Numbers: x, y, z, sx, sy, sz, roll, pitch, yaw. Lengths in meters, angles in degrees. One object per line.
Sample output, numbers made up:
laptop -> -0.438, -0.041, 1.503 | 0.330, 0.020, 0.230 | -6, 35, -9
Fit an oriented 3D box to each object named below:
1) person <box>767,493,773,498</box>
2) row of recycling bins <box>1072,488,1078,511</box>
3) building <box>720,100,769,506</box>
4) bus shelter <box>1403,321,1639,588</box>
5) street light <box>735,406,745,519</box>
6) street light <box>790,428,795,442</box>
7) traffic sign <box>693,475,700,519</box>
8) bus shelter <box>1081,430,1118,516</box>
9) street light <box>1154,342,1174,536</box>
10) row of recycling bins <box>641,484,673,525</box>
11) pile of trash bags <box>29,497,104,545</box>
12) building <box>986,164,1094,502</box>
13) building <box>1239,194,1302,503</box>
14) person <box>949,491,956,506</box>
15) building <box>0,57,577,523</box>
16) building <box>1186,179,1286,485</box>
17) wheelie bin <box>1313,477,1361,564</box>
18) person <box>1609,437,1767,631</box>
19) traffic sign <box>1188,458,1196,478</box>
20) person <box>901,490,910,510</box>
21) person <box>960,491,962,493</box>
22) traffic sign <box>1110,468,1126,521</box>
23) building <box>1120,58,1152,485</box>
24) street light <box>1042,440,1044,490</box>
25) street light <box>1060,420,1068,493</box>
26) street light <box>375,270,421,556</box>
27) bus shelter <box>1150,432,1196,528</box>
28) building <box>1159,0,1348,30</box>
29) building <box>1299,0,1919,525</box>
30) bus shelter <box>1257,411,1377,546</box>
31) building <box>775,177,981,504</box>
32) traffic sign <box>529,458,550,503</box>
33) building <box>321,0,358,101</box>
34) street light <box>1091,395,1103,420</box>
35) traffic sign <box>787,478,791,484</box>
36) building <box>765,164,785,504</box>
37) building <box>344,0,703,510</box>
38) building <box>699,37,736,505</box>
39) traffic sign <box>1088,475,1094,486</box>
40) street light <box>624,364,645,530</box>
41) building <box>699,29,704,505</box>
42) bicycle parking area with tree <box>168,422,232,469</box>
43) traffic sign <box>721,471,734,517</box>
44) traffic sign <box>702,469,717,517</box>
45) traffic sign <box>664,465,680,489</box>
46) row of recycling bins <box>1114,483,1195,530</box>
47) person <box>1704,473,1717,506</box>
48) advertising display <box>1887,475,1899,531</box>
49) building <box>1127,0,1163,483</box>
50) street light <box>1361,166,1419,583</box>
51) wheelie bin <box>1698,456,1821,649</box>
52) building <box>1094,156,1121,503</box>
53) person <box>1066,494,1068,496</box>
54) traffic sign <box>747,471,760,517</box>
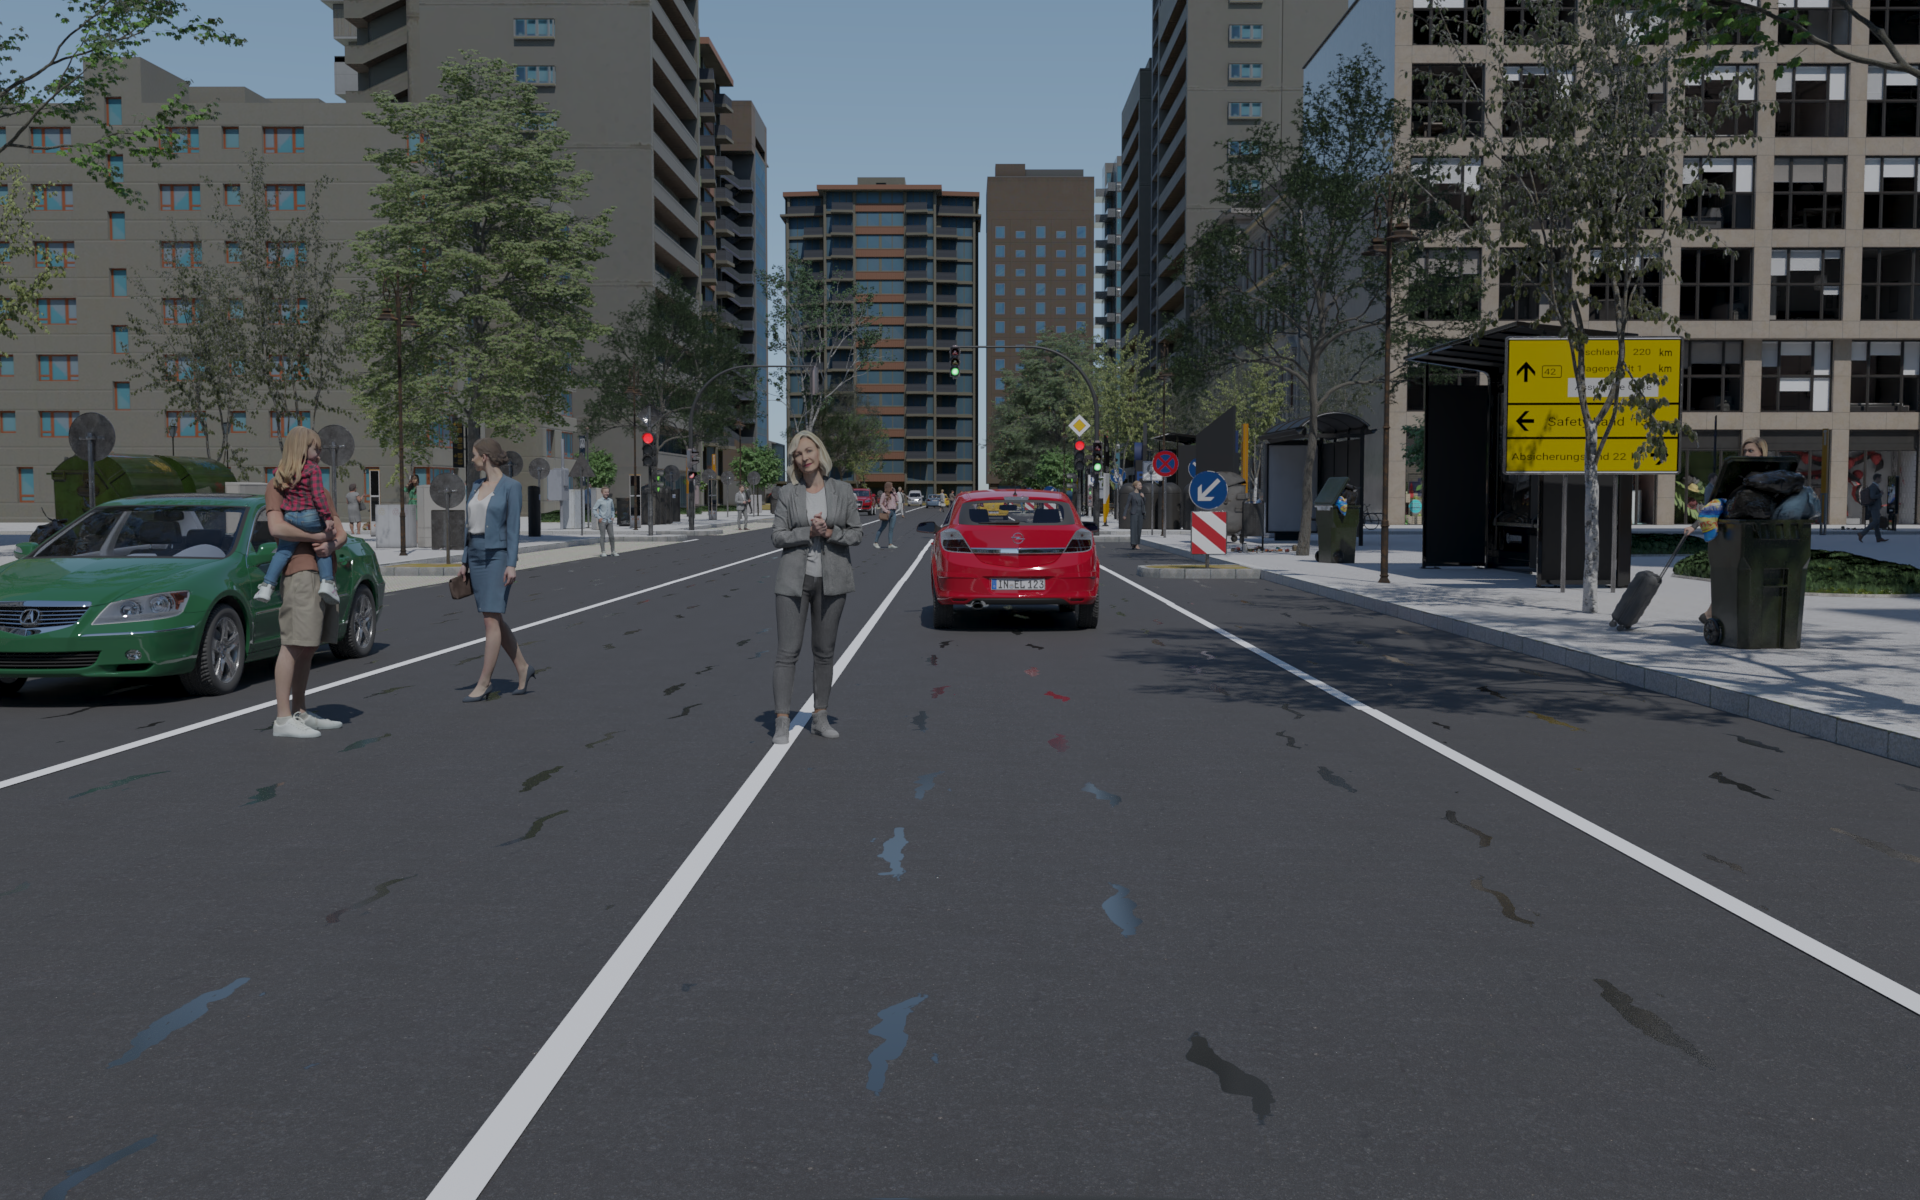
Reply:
person -> -19.544, -10.756, 181.848 | 1.348, 1.831, 0.705 | 0, 4, -8
row of recycling bins -> 8.972, -7.112, 123.392 | 1.069, 1.692, 3.534 | -1, 4, -20
building -> -29.366, -33.246, 193.687 | 14.200, 45.320, 14.600 | 0, 4, 0
bus shelter -> 8.430, -2.164, 26.659 | 1.731, 3.624, 6.357 | 0, 4, 0
street light -> -11.372, -7.148, 89.651 | 0.468, 5.910, 1.993 | 0, 4, 0
street light -> -11.314, -8.890, 118.137 | 0.468, 5.910, 1.993 | 0, 4, 0
traffic sign -> -13.906, -5.417, 90.698 | 0.606, 2.300, 0.079 | 1, 4, 10
bus shelter -> 8.174, -7.802, 105.198 | 2.179, 5.291, 8.768 | 0, 3, 0
street light -> 6.205, -4.888, 52.714 | 0.468, 5.910, 1.993 | 0, 4, 0
row of recycling bins -> -12.839, -4.061, 73.514 | 1.069, 1.692, 3.534 | 0, 4, 1
pile of trash bags -> -12.795, -0.919, 24.777 | 1.912, 1.369, 3.447 | 3, 4, 36
building -> 10.736, -35.935, 237.650 | 14.200, 45.320, 14.600 | 0, 4, 0
building -> 23.829, -16.496, 105.870 | 11.583, 22.565, 21.152 | 0, 4, 0
person -> -0.601, -9.428, 163.178 | 0.750, 1.759, 0.617 | -1, 4, -21
building -> -37.327, -15.061, 91.291 | 27.650, 21.520, 28.899 | 0, 4, 0
building -> 23.104, -18.194, 126.353 | 11.050, 23.489, 19.941 | 0, 4, 0
wheelie bin -> 7.031, -1.491, 32.289 | 0.693, 1.594, 0.980 | -1, 4, -22
person -> 6.890, -0.598, 16.040 | 1.509, 1.804, 0.699 | 2, 4, 32
traffic sign -> 8.360, -3.696, 60.541 | 0.768, 2.556, 0.104 | 0, 4, 5
person -> -5.177, -9.015, 155.891 | 1.348, 1.824, 0.705 | -2, 4, -30
person -> 0.213, -9.312, 161.281 | 0.750, 1.759, 0.617 | -2, 4, -26
traffic sign -> 7.594, -5.096, 83.422 | 0.768, 2.556, 0.104 | 0, 4, 5
building -> 29.176, -34.621, 189.748 | 21.300, 48.544, 21.600 | 0, 4, 0
street light -> 6.511, -9.978, 135.924 | 0.468, 5.910, 1.993 | 0, 4, 0
street light -> 6.490, -8.266, 107.928 | 0.468, 5.910, 1.993 | 0, 4, 0
street light -> -11.592, -3.859, 35.886 | 0.468, 5.910, 1.993 | 0, 4, 0
bus shelter -> 8.729, -4.743, 68.833 | 1.731, 3.624, 6.357 | 0, 3, 0
building -> 28.613, -32.044, 147.613 | 21.300, 48.544, 21.600 | 0, 4, 0
building -> 34.683, -16.862, 80.207 | 34.151, 26.468, 19.350 | 0, 4, 0
bus shelter -> 9.205, -3.135, 45.176 | 2.014, 3.302, 5.546 | 0, 4, 0
building -> -11.520, -35.927, 242.036 | 28.867, 44.769, 22.147 | 0, 4, 0
traffic sign -> -14.821, -3.726, 61.029 | 0.768, 2.556, 0.104 | 0, 4, 3
building -> -51.216, -36.492, 185.883 | 27.495, 52.752, 28.713 | 0, 4, 0
street light -> 6.299, -6.550, 79.887 | 0.468, 5.910, 1.993 | 0, 4, 0
traffic sign -> -10.986, -6.773, 112.872 | 0.606, 2.300, 0.079 | 0, 4, 2
building -> -39.980, -40.068, 244.345 | 27.495, 52.752, 28.713 | 0, 4, 0
building -> -30.785, -30.577, 123.632 | 21.300, 48.544, 21.600 | 0, 4, 0
building -> -33.411, -31.177, 164.370 | 22.147, 44.769, 28.867 | 0, 4, 0
traffic sign -> 7.194, -5.571, 93.209 | 0.606, 2.300, 0.079 | 0, 4, 4
street light -> -11.527, -5.421, 61.413 | 0.468, 5.910, 1.993 | 0, 4, 0
building -> -29.364, -28.100, 143.029 | 14.154, 41.232, 14.086 | 0, 4, 0
bicycle parking area with tree -> -31.050, -5.148, 71.171 | 9.016, 4.147, 8.231 | -2, 4, -33
traffic sign -> -12.804, -5.827, 95.376 | 0.768, 2.556, 0.104 | 0, 4, 6
traffic sign -> -12.693, -5.352, 87.611 | 0.768, 2.556, 0.104 | 0, 4, 5
traffic sign -> -12.601, -4.618, 75.611 | 0.768, 2.556, 0.104 | 1, 4, 9
row of recycling bins -> 7.267, -3.397, 62.646 | 3.534, 1.692, 1.069 | 3, 4, 37
person -> 18.572, -2.222, 42.579 | 0.583, 1.804, 0.606 | 2, 4, 34
advertising display -> 32.561, -3.379, 60.464 | 0.123, 1.923, 0.974 | 1, 4, 13
building -> 27.639, -44.632, 167.991 | 20.563, 71.187, 20.611 | 0, 4, 0
street light -> 6.129, -3.184, 24.851 | 0.468, 5.910, 1.993 | 0, 4, 0
wheelie bin -> 6.716, -0.403, 14.491 | 0.980, 1.594, 0.693 | 0, 4, -4
building -> 33.741, -38.087, 242.323 | 30.456, 49.044, 23.786 | 0, 4, 0
person -> 11.715, -11.684, 197.091 | 1.348, 1.821, 0.705 | 0, 4, -5
traffic sign -> -11.496, -5.896, 96.500 | 0.768, 2.556, 0.104 | 1, 4, 9
